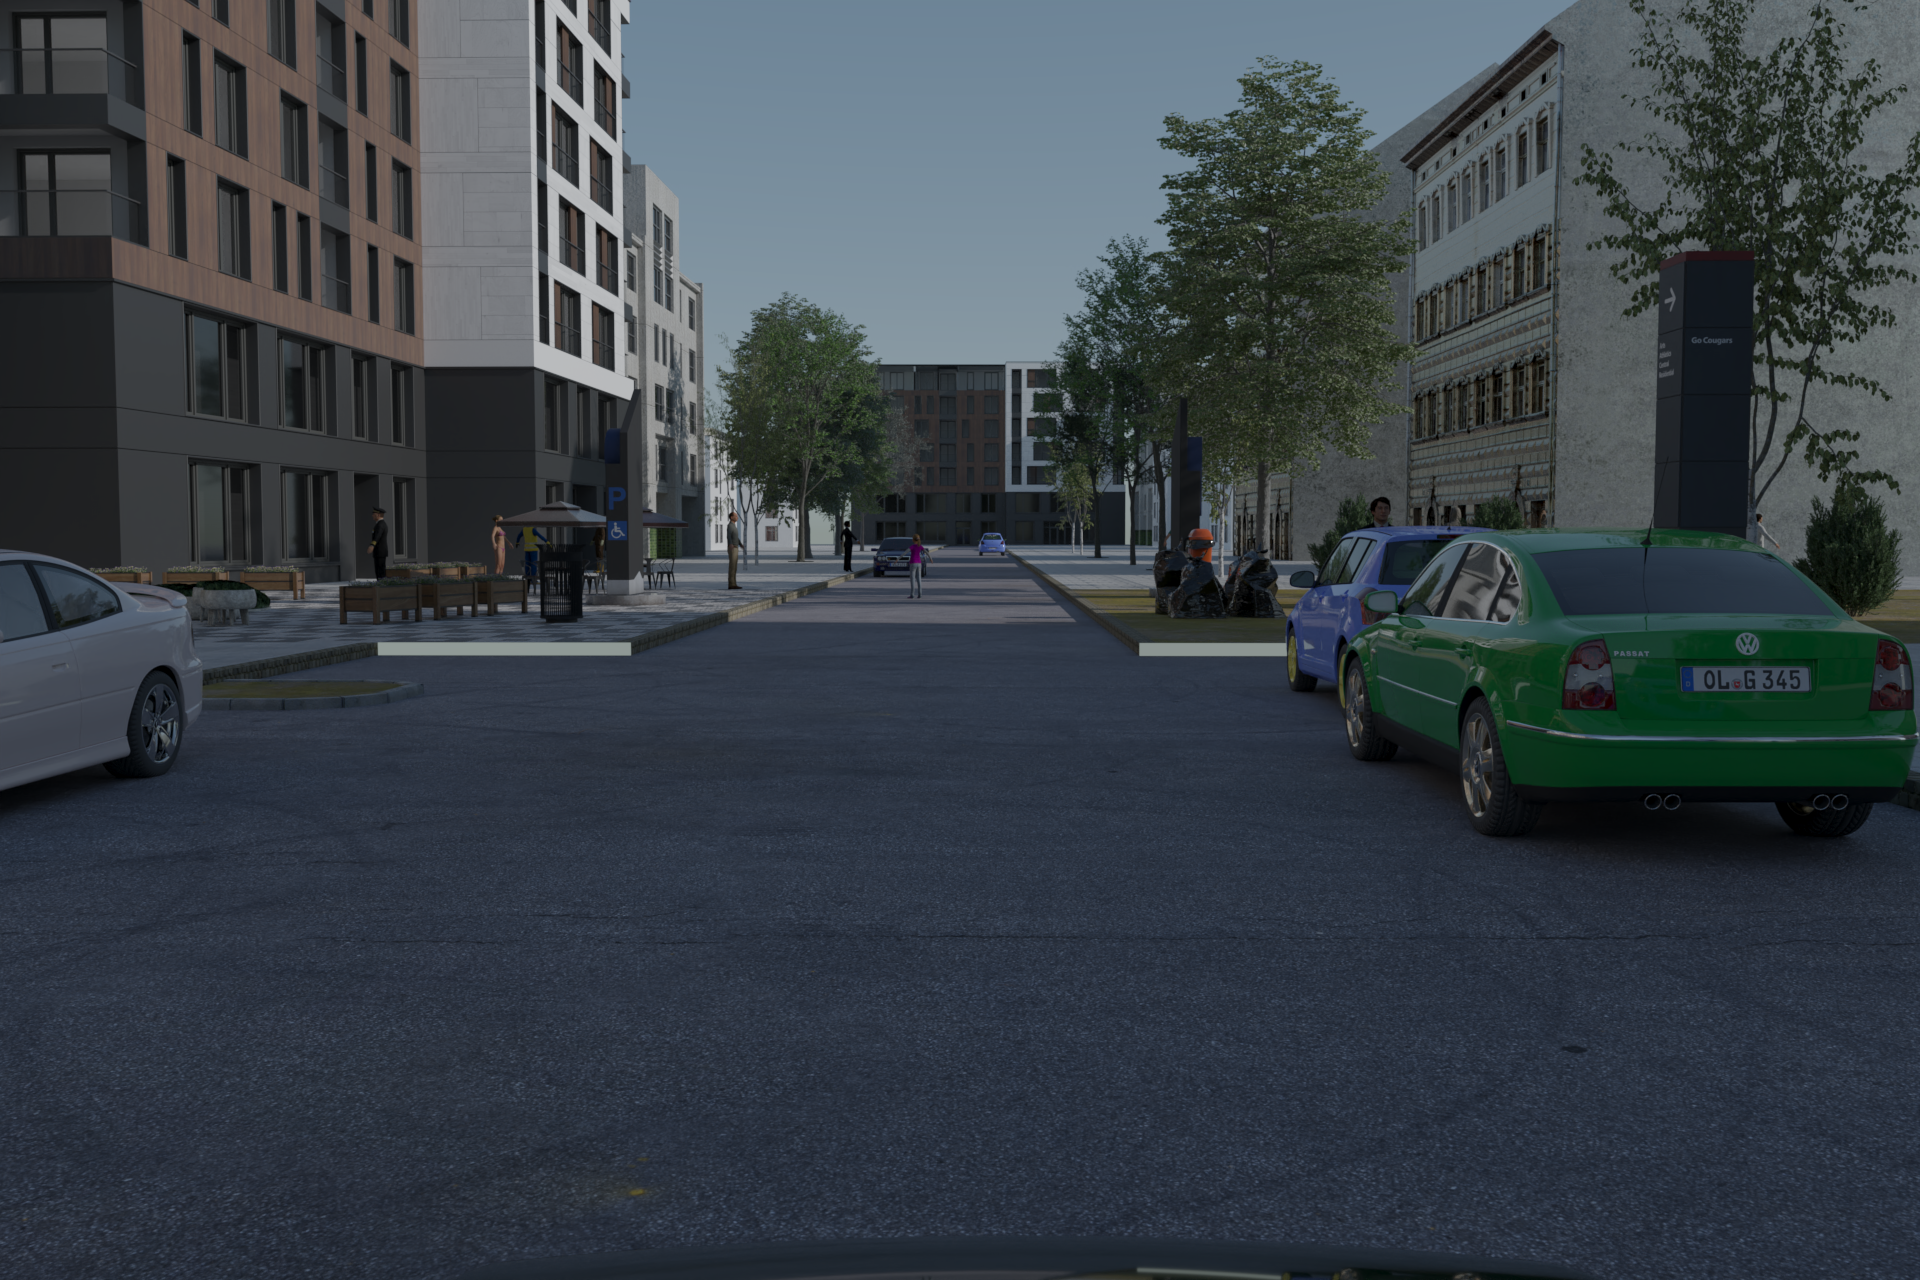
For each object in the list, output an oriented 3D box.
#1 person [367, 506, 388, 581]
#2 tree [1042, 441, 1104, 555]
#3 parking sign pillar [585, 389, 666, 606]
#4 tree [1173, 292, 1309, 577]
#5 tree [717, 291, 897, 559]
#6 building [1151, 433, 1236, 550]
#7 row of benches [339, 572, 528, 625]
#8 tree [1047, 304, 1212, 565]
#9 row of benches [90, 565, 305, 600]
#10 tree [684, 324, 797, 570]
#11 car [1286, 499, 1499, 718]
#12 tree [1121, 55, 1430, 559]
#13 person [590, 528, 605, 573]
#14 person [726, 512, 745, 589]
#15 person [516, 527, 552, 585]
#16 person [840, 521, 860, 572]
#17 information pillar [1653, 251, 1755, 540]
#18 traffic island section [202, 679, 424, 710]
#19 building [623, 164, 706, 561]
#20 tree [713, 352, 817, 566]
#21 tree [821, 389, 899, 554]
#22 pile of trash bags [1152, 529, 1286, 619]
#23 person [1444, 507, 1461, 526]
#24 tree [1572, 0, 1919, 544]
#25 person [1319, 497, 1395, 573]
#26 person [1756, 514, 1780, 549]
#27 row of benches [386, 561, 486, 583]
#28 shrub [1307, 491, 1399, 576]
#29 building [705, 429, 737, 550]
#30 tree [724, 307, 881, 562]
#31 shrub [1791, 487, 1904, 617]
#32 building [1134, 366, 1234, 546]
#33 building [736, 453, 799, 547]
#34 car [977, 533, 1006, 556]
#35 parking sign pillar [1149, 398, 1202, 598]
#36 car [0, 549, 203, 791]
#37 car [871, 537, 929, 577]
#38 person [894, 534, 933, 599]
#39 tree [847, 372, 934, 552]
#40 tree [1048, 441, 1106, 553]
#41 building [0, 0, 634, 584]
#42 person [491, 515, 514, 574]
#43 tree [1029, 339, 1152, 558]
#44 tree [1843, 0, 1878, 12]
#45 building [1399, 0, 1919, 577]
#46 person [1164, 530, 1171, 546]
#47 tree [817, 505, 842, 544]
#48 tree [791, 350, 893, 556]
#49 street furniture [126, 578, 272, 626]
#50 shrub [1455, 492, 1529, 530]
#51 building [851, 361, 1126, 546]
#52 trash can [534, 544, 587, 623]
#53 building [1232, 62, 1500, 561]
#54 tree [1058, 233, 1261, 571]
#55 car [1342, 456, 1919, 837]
[{"bbox_3d":[-11.736,-1.775,34.950,0.705,1.837,1.347,-1,4,-10],"label":"person"},{"bbox_3d":[7.369,-9.605,107.398,4.737,8.622,4.395,0,3,0],"label":"tree"},{"bbox_3d":[-6.125,-2.639,31.612,1.447,3.967,1.447,0,4,1],"label":"parking sign pillar"},{"bbox_3d":[7.949,-6.162,51.107,4.737,8.622,4.395,0,3,0],"label":"tree"},{"bbox_3d":[-8.101,-11.254,90.664,9.857,13.997,8.962,0,3,0],"label":"tree"},{"bbox_3d":[22.932,-12.991,154.545,9.099,9.664,28.070,0,4,1],"label":"building"},{"bbox_3d":[-7.878,-0.669,26.405,1.422,0.672,4.104,1,4,18],"label":"row of benches"},{"bbox_3d":[6.865,-8.367,71.217,7.601,10.594,8.767,-2,4,-33],"label":"tree"},{"bbox_3d":[-14.794,-1.118,33.742,4.104,0.672,1.422,0,4,-7],"label":"row of benches"},{"bbox_3d":[-7.529,-6.745,60.637,4.360,8.622,3.978,0,3,0],"label":"tree"},{"bbox_3d":[3.825,-0.310,14.653,1.945,1.707,3.694,0,4,1],"label":"car"},{"bbox_3d":[7.630,-7.543,41.460,7.486,12.596,7.792,0,3,0],"label":"tree"},{"bbox_3d":[-11.870,-3.103,56.873,0.704,1.812,1.346,-2,4,-27],"label":"person"},{"bbox_3d":[-5.248,-2.079,40.266,0.705,1.796,1.348,0,4,4],"label":"person"},{"bbox_3d":[-10.856,-2.299,44.051,1.216,1.772,0.721,2,4,30],"label":"person"},{"bbox_3d":[-3.743,-3.188,58.845,0.721,1.740,1.216,-2,4,-35],"label":"person"},{"bbox_3d":[6.935,-1.641,16.209,0.750,3.857,0.750,0,4,1],"label":"information pillar"},{"bbox_3d":[-5.817,0.476,15.087,1.991,0.108,1.994,0,4,1],"label":"traffic island section"},{"bbox_3d":[-23.376,-13.270,83.420,16.747,18.905,31.486,0,4,1],"label":"building"},{"bbox_3d":[-8.129,-7.325,70.134,4.737,8.622,4.395,0,3,0],"label":"tree"},{"bbox_3d":[-7.773,-11.412,112.339,9.928,11.665,9.643,0,3,0],"label":"tree"},{"bbox_3d":[4.044,-1.108,27.872,1.912,1.369,3.447,0,4,-1],"label":"pile of trash bags"},{"bbox_3d":[9.769,-1.719,34.237,1.348,1.813,0.705,0,4,-1],"label":"person"},{"bbox_3d":[9.543,-4.304,20.731,4.737,8.622,4.395,0,3,0],"label":"tree"},{"bbox_3d":[4.236,-0.538,17.438,1.347,1.806,0.705,0,4,2],"label":"person"},{"bbox_3d":[20.436,-2.335,44.357,0.705,1.806,1.347,-1,4,-15],"label":"person"},{"bbox_3d":[-11.605,-1.396,38.289,1.422,0.672,4.104,0,4,8],"label":"row of benches"},{"bbox_3d":[6.941,-1.578,30.226,1.690,2.028,1.600,0,3,0],"label":"shrub"},{"bbox_3d":[-23.844,-12.761,150.794,9.099,9.664,28.070,0,4,1],"label":"building"},{"bbox_3d":[-7.147,-9.368,78.920,9.928,11.665,9.643,0,3,0],"label":"tree"},{"bbox_3d":[13.869,-1.411,27.115,1.661,2.075,1.752,0,3,0],"label":"shrub"},{"bbox_3d":[28.974,-19.838,190.807,16.747,18.905,31.486,0,4,0],"label":"building"},{"bbox_3d":[-20.351,-14.631,181.367,9.099,9.664,28.070,0,4,1],"label":"building"},{"bbox_3d":[2.104,-6.417,114.511,1.945,1.707,3.694,0,4,0],"label":"car"},{"bbox_3d":[4.561,-2.850,35.063,1.447,3.967,1.447,0,4,-1],"label":"parking sign pillar"},{"bbox_3d":[-5.653,0.211,8.913,2.083,1.381,4.827,0,4,0],"label":"car"},{"bbox_3d":[-2.024,-2.828,58.817,1.945,1.354,3.894,0,4,0],"label":"car"},{"bbox_3d":[-1.019,-1.638,38.511,0.991,1.433,0.599,-2,4,-32],"label":"person"},{"bbox_3d":[-7.045,-13.202,126.214,12.009,13.543,11.850,0,3,0],"label":"tree"},{"bbox_3d":[7.503,-10.172,116.668,4.360,8.622,3.978,0,3,0],"label":"tree"},{"bbox_3d":[-27.006,-12.660,50.967,27.936,21.610,32.646,0,4,2],"label":"building"},{"bbox_3d":[-11.005,-2.131,41.645,0.721,1.733,1.217,0,4,5],"label":"person"},{"bbox_3d":[7.214,-10.178,92.169,9.928,11.665,9.643,0,3,0],"label":"tree"},{"bbox_3d":[24.228,-10.881,33.794,12.611,20.169,13.585,0,3,0],"label":"tree"},{"bbox_3d":[27.216,-14.042,60.523,19.493,23.208,18.063,0,4,1],"label":"building"},{"bbox_3d":[6.895,-2.957,54.481,1.347,1.817,0.704,-2,4,-32],"label":"person"},{"bbox_3d":[-16.025,-16.293,216.747,4.737,8.622,4.395,0,3,0],"label":"tree"},{"bbox_3d":[-7.692,-11.294,102.780,7.486,12.596,7.792,0,3,0],"label":"tree"},{"bbox_3d":[-13.726,-0.695,26.982,5.734,0.657,10.072,-2,4,-24],"label":"street furniture"},{"bbox_3d":[9.596,-1.615,30.832,1.690,2.028,1.600,0,3,0],"label":"shrub"},{"bbox_3d":[3.117,-22.691,217.426,32.646,21.610,27.936,0,4,-1],"label":"building"},{"bbox_3d":[-5.792,-0.826,25.154,0.748,1.137,0.748,0,3,0],"label":"trash can"},{"bbox_3d":[24.980,-15.865,90.315,19.493,23.208,18.063,0,4,0],"label":"building"},{"bbox_3d":[7.003,-8.258,60.773,9.928,11.665,9.643,0,3,0],"label":"tree"},{"bbox_3d":[3.355,-0.047,9.568,1.959,1.807,4.718,0,4,0],"label":"car"}]
